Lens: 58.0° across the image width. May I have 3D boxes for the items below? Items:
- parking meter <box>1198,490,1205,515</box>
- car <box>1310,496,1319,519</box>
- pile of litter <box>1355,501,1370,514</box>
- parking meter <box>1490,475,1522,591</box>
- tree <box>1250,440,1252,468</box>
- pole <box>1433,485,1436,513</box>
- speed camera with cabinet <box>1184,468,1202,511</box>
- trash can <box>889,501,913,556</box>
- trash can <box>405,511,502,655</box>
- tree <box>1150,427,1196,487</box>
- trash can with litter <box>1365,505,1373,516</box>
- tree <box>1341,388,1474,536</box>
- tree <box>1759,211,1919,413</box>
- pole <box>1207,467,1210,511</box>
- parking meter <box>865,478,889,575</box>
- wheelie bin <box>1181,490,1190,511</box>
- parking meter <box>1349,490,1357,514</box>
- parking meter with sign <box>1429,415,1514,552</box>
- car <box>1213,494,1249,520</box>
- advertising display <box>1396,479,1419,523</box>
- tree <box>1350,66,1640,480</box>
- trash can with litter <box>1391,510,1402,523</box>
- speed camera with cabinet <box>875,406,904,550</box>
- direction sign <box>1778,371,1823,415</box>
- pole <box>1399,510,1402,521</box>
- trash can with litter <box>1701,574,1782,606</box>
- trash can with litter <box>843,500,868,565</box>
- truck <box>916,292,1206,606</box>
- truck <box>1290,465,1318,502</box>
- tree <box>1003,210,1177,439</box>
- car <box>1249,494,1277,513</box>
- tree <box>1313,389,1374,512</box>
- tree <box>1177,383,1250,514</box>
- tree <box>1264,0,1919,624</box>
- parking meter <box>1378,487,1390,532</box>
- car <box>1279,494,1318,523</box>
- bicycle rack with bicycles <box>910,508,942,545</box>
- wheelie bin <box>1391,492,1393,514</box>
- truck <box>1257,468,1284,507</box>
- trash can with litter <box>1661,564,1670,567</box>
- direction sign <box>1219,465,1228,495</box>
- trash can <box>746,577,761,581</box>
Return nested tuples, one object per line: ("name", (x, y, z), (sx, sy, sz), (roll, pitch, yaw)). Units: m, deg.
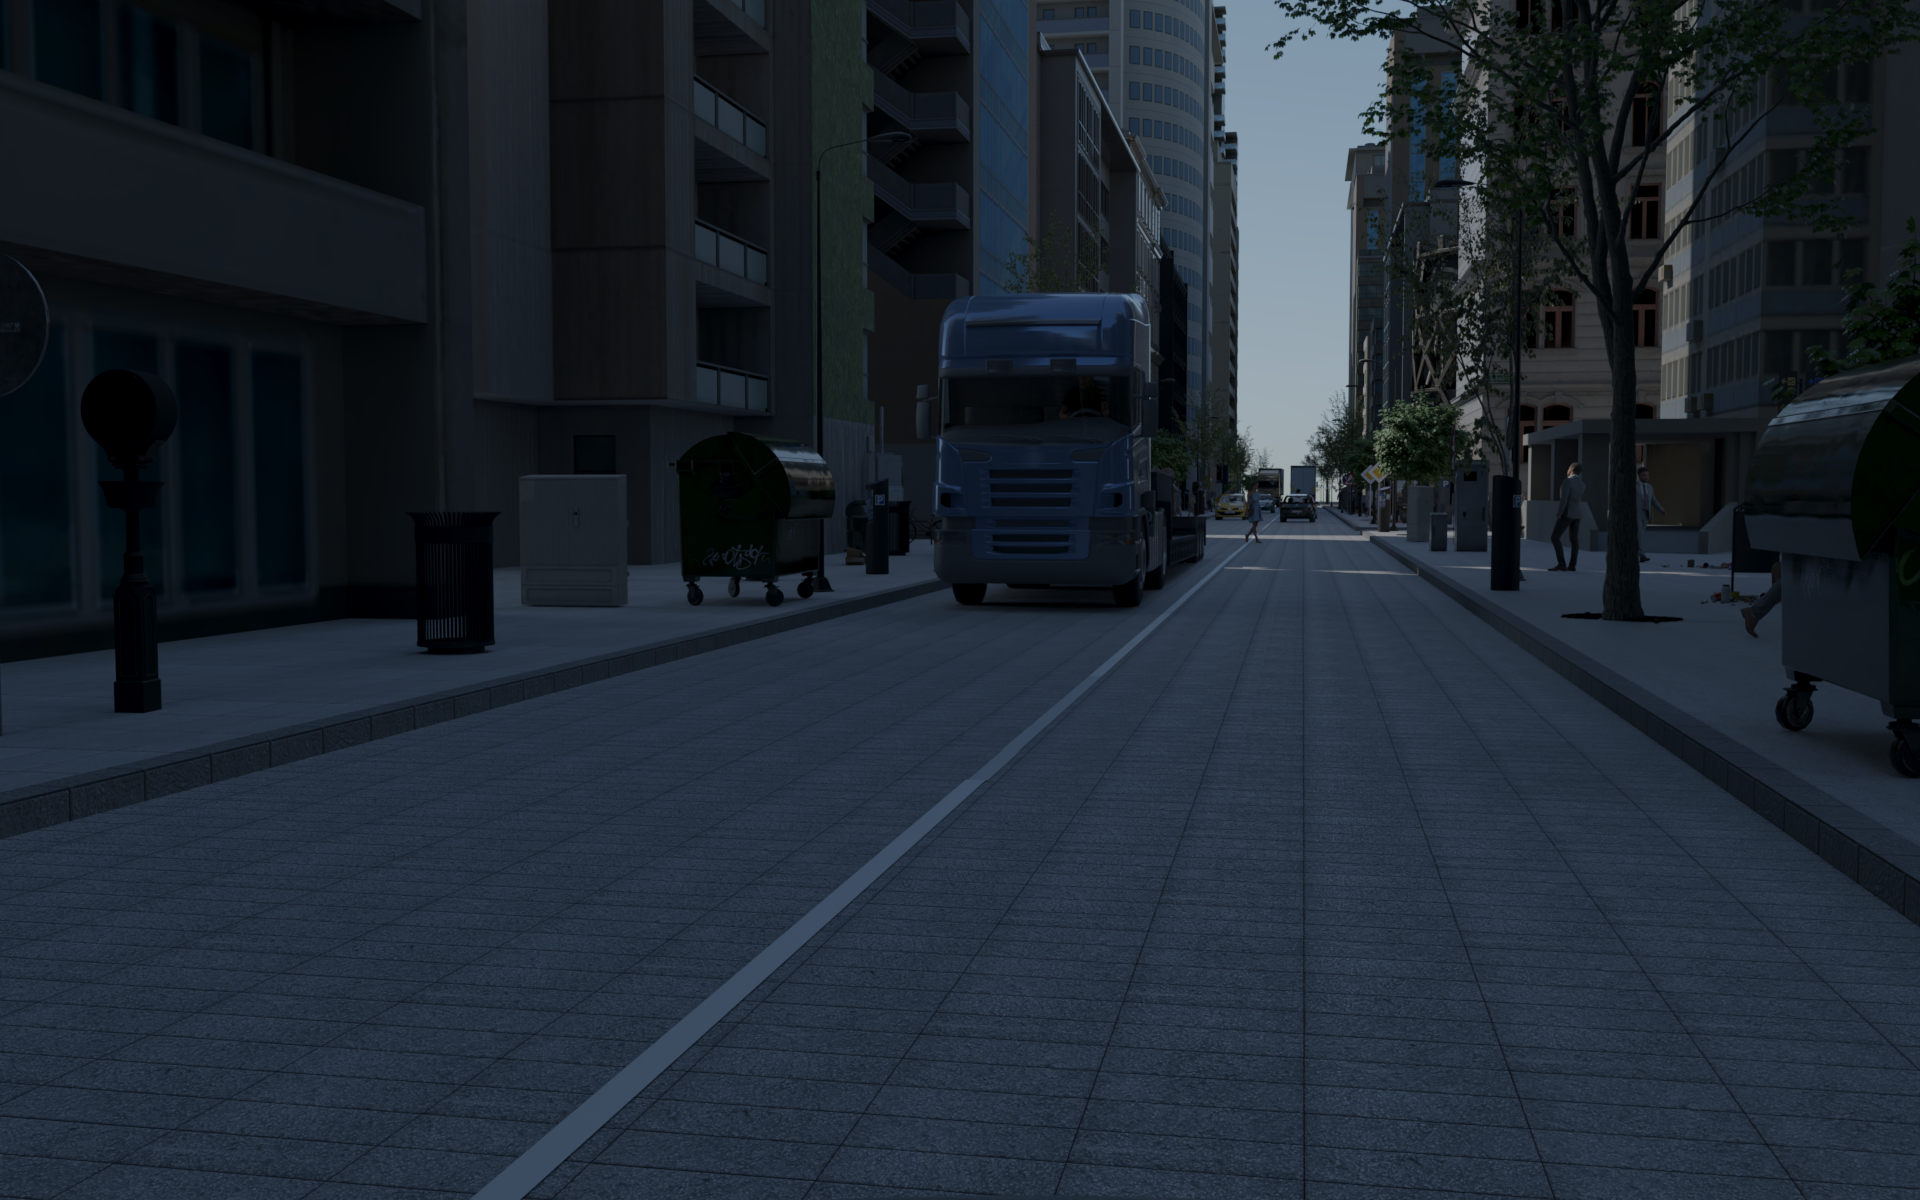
("parking meter", (15.160, -6.133, 108.688), (0.372, 1.533, 0.369), (0, 3, 0))
("car", (20.078, -5.481, 101.972), (2.083, 1.381, 4.827), (1, 4, 10))
("pile of litter", (26.423, -6.104, 113.765), (1.719, 0.858, 1.176), (-2, 4, -24))
("parking meter", (7.268, -0.895, 23.050), (0.372, 1.533, 0.369), (0, 3, 0))
("tree", (25.116, -12.939, 161.918), (4.737, 8.622, 4.395), (0, 3, 0))
("pole", (21.769, -5.245, 79.595), (0.158, 3.312, 0.155), (0, 3, 0))
("speed camera with cabinet", (17.310, -8.209, 128.553), (0.660, 3.252, 2.038), (-1, 4, -16))
("trash can", (-1.355, -1.501, 36.202), (0.748, 1.137, 0.748), (0, 3, 0))
("trash can", (-4.084, -0.144, 14.010), (0.748, 1.137, 0.748), (0, 3, 0))
("tree", (9.784, -6.157, 84.388), (4.285, 4.588, 4.351), (0, 3, 0))
("trash can with litter", (24.081, -5.512, 101.507), (0.624, 1.170, 1.055), (-1, 4, -21))
("tree", (14.288, -4.281, 53.700), (4.285, 4.588, 4.351), (0, 3, 0))
("tree", (6.442, -1.066, 12.027), (1.663, 3.219, 1.824), (0, 3, 0))
("pole", (18.800, -8.380, 130.858), (0.158, 3.312, 0.155), (0, 3, 0))
("parking meter", (-1.325, -1.181, 27.713), (0.372, 1.533, 0.369), (0, 3, 0))
("wheelie bin", (17.159, -7.567, 131.633), (0.980, 1.594, 0.693), (3, 5, 39))
("parking meter", (25.030, -6.254, 110.657), (0.372, 1.533, 0.369), (0, 3, 0))
("parking meter with sign", (11.404, -2.592, 38.641), (1.738, 3.016, 0.543), (0, 4, 8))
("car", (15.087, -5.243, 95.941), (2.015, 1.641, 3.980), (1, 4, 13))
("advertising display", (19.500, -4.305, 75.592), (0.974, 1.923, 0.123), (0, 4, 3))
("tree", (8.865, -4.791, 28.703), (4.360, 8.622, 3.978), (0, 3, 0))
("trash can with litter", (19.789, -4.118, 78.386), (1.678, 1.210, 2.233), (0, 4, 2))
("speed camera with cabinet", (-1.557, -2.703, 38.527), (0.660, 3.252, 2.038), (0, 4, -3))
("direction sign", (15.480, -2.444, 31.959), (0.876, 3.537, 0.379), (0, 4, -8))
("pole", (20.411, -5.269, 79.988), (0.158, 3.312, 0.155), (0, 3, 0))
("trash can with litter", (9.854, -0.576, 20.476), (2.233, 1.210, 1.678), (1, 4, 13))
("trash can with litter", (-1.798, -1.234, 31.559), (0.624, 1.170, 1.055), (0, 4, 2))
("truck", (2.480, -2.413, 29.210), (2.967, 4.110, 18.799), (1, 4, 11))
("truck", (34.621, -11.353, 174.531), (2.839, 4.237, 11.283), (1, 4, 12))
("tree", (2.796, -5.851, 46.026), (4.737, 8.622, 4.395), (0, 3, 0))
("car", (22.851, -7.281, 130.841), (2.131, 1.459, 4.920), (1, 4, 12))
("tree", (26.921, -10.414, 120.637), (4.737, 8.622, 4.395), (0, 3, 0))
("tree", (15.888, -9.984, 113.601), (4.737, 8.622, 4.395), (0, 3, 0))
("tree", (6.612, -5.606, 17.407), (9.928, 11.665, 9.643), (0, 3, 0))
("parking meter", (14.265, -3.047, 58.222), (0.372, 1.533, 0.369), (0, 3, 0))
("car", (17.315, -4.825, 88.680), (2.009, 1.686, 4.222), (1, 4, 13))
("bicycle rack with bicycles", (-1.989, -1.857, 43.745), (2.925, 0.926, 2.852), (2, 4, 28))
("wheelie bin", (26.074, -6.003, 106.059), (0.693, 1.594, 0.980), (-2, 4, -30))
("truck", (33.971, -12.266, 189.456), (2.839, 4.237, 11.283), (1, 4, 13))
("trash can with litter", (13.378, -1.157, 29.974), (2.233, 1.210, 1.678), (2, 4, 34))
("direction sign", (20.677, -8.824, 136.271), (0.876, 3.537, 0.379), (3, 4, 37))
("trash can", (-2.956, -0.858, 25.679), (0.748, 1.137, 0.748), (0, 3, 0))
